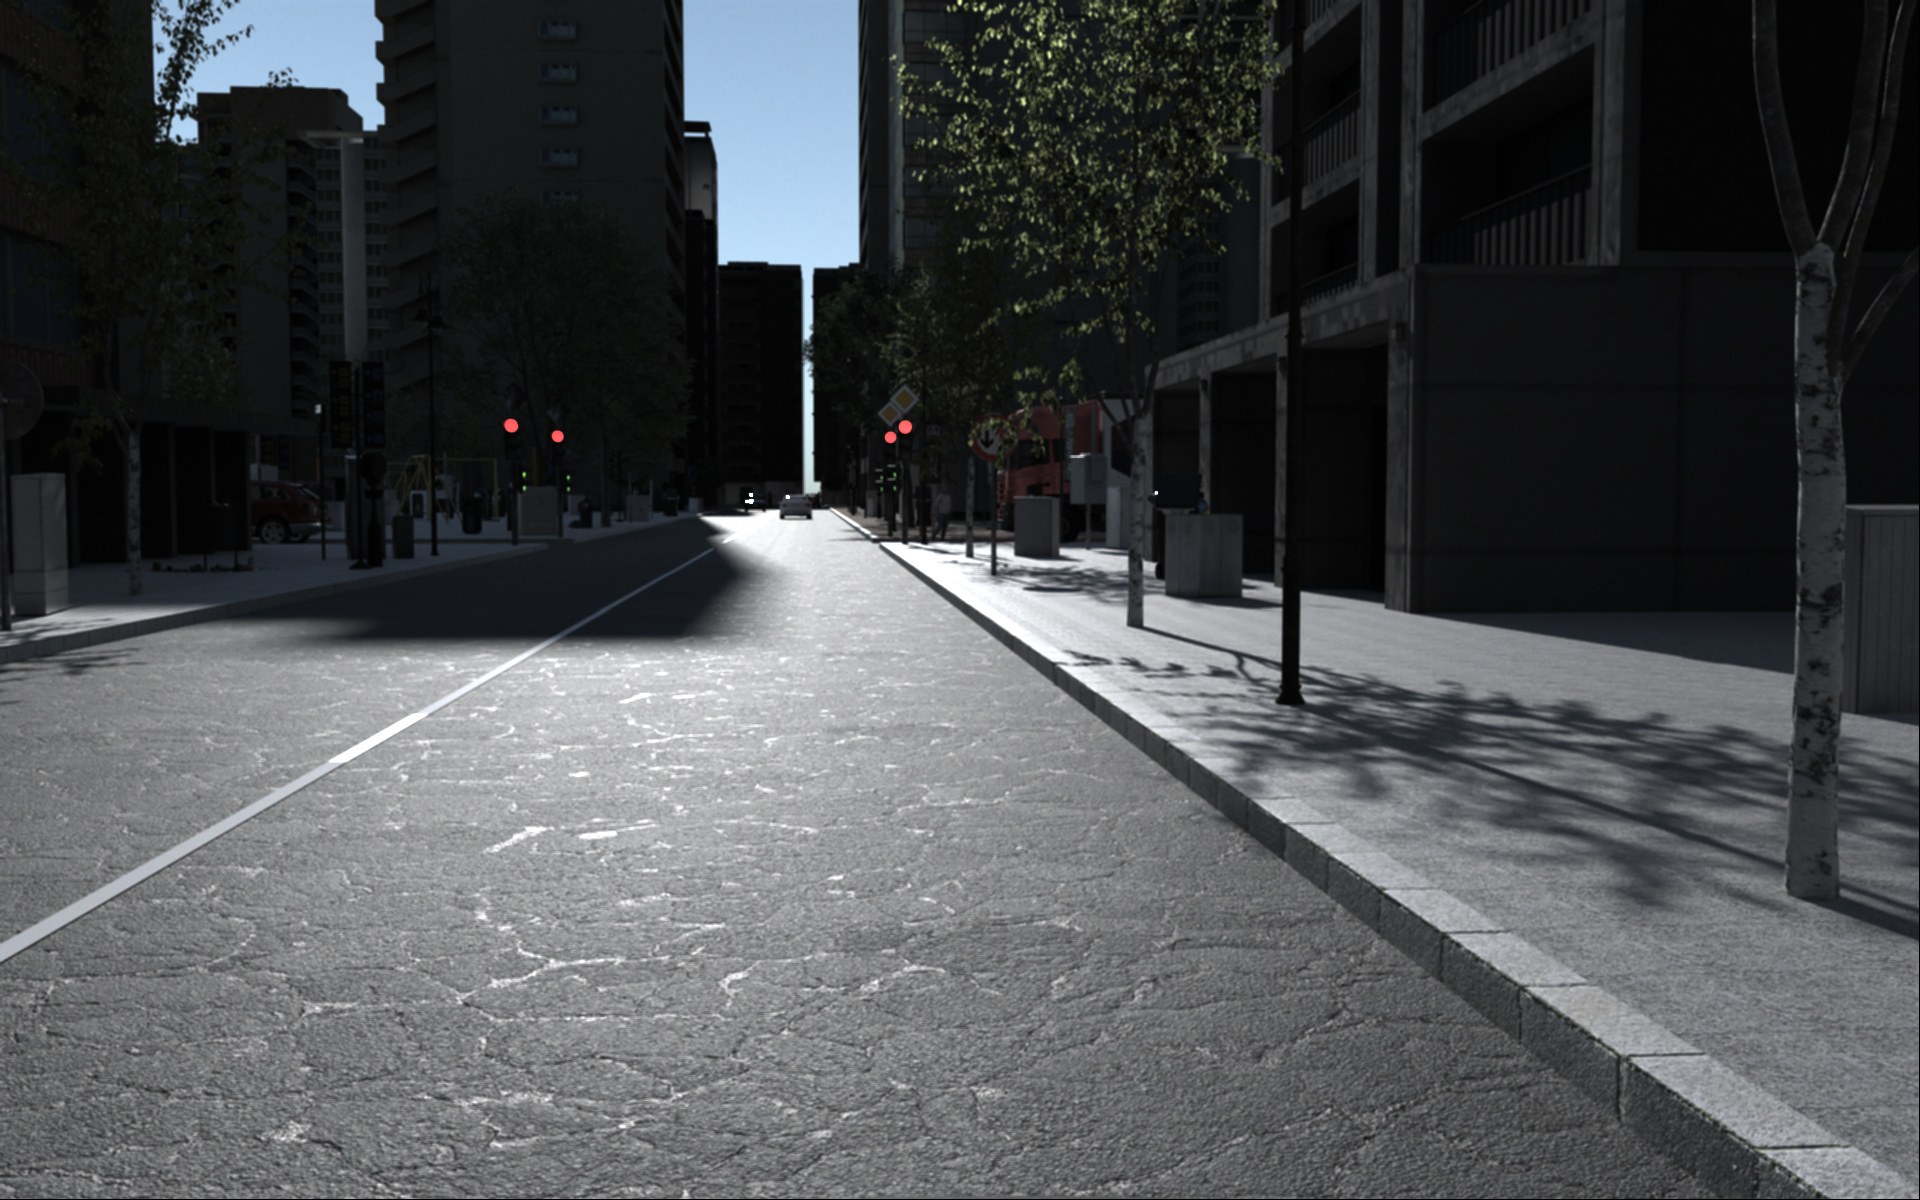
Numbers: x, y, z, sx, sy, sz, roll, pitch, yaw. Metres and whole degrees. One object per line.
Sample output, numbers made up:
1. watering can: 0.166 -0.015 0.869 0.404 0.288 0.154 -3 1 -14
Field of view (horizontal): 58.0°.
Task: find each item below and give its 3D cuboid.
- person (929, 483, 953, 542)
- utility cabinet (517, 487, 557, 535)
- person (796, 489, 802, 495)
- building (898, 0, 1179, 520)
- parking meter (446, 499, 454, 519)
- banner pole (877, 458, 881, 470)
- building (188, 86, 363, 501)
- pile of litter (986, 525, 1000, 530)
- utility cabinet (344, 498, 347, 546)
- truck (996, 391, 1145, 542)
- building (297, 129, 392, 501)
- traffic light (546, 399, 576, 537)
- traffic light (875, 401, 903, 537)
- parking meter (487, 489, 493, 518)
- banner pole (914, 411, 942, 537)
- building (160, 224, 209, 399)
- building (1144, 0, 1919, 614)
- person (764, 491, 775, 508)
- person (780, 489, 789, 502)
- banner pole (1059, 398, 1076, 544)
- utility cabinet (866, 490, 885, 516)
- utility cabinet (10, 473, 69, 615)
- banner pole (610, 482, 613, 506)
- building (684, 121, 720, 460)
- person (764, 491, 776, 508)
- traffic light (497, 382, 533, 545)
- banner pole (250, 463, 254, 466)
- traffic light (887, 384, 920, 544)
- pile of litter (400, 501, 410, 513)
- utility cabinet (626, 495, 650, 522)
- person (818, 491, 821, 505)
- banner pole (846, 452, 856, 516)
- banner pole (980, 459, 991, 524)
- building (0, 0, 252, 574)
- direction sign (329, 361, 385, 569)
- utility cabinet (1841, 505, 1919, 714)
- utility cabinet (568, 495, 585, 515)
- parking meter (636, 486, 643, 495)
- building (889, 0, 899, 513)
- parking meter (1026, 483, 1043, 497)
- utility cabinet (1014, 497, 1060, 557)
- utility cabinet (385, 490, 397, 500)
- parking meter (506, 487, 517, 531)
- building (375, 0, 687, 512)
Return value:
1. person: -0.594 -2.327 47.225 0.598 1.740 0.731 2 4 32
2. utility cabinet: -13.036 -2.739 53.461 1.173 1.500 0.318 -3 4 -39
3. person: -10.365 -6.363 113.210 0.598 1.740 0.731 3 5 43
4. building: 3.615 -25.055 93.245 14.154 41.232 14.086 0 4 -5
5. parking meter: -26.481 -4.983 89.880 0.372 1.533 0.369 0 3 0
6. banner pole: -5.592 -7.945 119.917 0.401 3.779 0.863 1 4 23
7. building: -73.273 -32.867 187.491 14.200 45.320 14.600 0 4 -5
8. pile of litter: 1.645 -2.916 61.644 1.176 0.858 1.719 -2 4 -30
9. utility cabinet: -15.035 -1.970 43.364 0.306 1.237 1.020 0 4 8
10. truck: 6.035 -3.651 48.615 11.283 4.237 2.839 0 4 -5
11. building: -52.398 -29.923 181.122 23.993 40.220 32.217 0 4 -5
12. traffic light: -11.845 -3.816 51.316 0.839 4.253 0.868 0 4 -5
13. traffic light: -2.122 -3.869 52.176 0.839 4.253 0.868 0 4 -5
14. parking meter: -25.610 -5.248 94.223 0.372 1.533 0.369 0 3 0
15. banner pole: -0.946 -3.781 51.833 0.863 3.779 0.401 0 4 -6
16. building: -87.430 -25.423 187.367 14.107 30.474 14.160 0 4 -5
17. building: 14.591 -35.691 21.797 20.563 71.187 20.611 0 4 -5
18. person: -20.086 -10.606 182.622 1.217 1.736 0.721 -1 4 -20
19. person: -12.251 -6.834 120.586 0.716 1.782 0.532 2 4 32
20. banner pole: 2.752 -3.351 44.810 0.401 3.779 0.863 -2 4 -29
21. utility cabinet: -4.822 -5.577 99.862 1.173 1.500 0.318 -1 4 -20
22. utility cabinet: -9.893 -0.607 18.610 0.318 1.500 1.173 -1 4 -17
23. banner pole: -24.920 -8.183 123.802 0.401 3.779 0.863 1 4 11
24. building: -33.872 -31.076 191.692 14.086 41.232 14.154 0 4 -5
25. person: -20.205 -10.697 184.127 1.217 1.736 0.721 -1 4 -17
26. traffic light: -11.152 -3.330 43.361 0.839 4.253 0.868 0 4 -5
27. banner pole: -50.631 -8.158 123.403 0.863 3.779 0.401 0 4 3
28. traffic light: -1.428 -3.382 44.220 0.839 4.253 0.868 0 4 -5
29. pile of litter: -36.905 -6.234 115.887 1.719 0.858 1.176 1 4 22
30. utility cabinet: -15.074 -4.276 81.072 1.020 1.237 0.306 0 4 8
31. person: -16.213 -11.639 199.461 0.621 1.740 0.551 -1 4 -17
32. banner pole: -6.347 -6.929 103.298 0.401 3.779 0.863 -1 4 -20
33. banner pole: 1.202 -5.139 74.037 0.401 3.779 0.863 -3 5 -44
34. building: -28.743 -22.884 28.776 28.867 44.769 22.147 0 4 -5
35. direction sign: -10.283 -2.301 29.615 0.876 3.537 0.379 -1 4 -19
36. utility cabinet: 5.691 0.054 10.276 1.020 1.237 0.306 -1 4 -12
37. utility cabinet: -23.451 -5.798 105.952 1.020 1.237 0.306 -3 5 -42
38. parking meter: -19.414 -6.066 104.886 0.255 1.863 0.399 -3 5 -39
39. building: 2.503 -28.446 115.209 14.600 45.320 14.200 0 4 -5
40. parking meter: 1.634 -1.815 38.091 0.372 1.533 0.369 0 3 0
41. utility cabinet: 1.585 -1.498 35.661 1.020 1.237 0.306 3 5 44
42. utility cabinet: -29.529 -4.946 89.544 0.318 1.500 1.173 0 4 6
43. parking meter: -15.616 -3.180 60.411 0.372 1.533 0.369 0 3 0
44. building: -32.944 -31.278 135.096 21.300 48.544 21.600 0 4 -5
